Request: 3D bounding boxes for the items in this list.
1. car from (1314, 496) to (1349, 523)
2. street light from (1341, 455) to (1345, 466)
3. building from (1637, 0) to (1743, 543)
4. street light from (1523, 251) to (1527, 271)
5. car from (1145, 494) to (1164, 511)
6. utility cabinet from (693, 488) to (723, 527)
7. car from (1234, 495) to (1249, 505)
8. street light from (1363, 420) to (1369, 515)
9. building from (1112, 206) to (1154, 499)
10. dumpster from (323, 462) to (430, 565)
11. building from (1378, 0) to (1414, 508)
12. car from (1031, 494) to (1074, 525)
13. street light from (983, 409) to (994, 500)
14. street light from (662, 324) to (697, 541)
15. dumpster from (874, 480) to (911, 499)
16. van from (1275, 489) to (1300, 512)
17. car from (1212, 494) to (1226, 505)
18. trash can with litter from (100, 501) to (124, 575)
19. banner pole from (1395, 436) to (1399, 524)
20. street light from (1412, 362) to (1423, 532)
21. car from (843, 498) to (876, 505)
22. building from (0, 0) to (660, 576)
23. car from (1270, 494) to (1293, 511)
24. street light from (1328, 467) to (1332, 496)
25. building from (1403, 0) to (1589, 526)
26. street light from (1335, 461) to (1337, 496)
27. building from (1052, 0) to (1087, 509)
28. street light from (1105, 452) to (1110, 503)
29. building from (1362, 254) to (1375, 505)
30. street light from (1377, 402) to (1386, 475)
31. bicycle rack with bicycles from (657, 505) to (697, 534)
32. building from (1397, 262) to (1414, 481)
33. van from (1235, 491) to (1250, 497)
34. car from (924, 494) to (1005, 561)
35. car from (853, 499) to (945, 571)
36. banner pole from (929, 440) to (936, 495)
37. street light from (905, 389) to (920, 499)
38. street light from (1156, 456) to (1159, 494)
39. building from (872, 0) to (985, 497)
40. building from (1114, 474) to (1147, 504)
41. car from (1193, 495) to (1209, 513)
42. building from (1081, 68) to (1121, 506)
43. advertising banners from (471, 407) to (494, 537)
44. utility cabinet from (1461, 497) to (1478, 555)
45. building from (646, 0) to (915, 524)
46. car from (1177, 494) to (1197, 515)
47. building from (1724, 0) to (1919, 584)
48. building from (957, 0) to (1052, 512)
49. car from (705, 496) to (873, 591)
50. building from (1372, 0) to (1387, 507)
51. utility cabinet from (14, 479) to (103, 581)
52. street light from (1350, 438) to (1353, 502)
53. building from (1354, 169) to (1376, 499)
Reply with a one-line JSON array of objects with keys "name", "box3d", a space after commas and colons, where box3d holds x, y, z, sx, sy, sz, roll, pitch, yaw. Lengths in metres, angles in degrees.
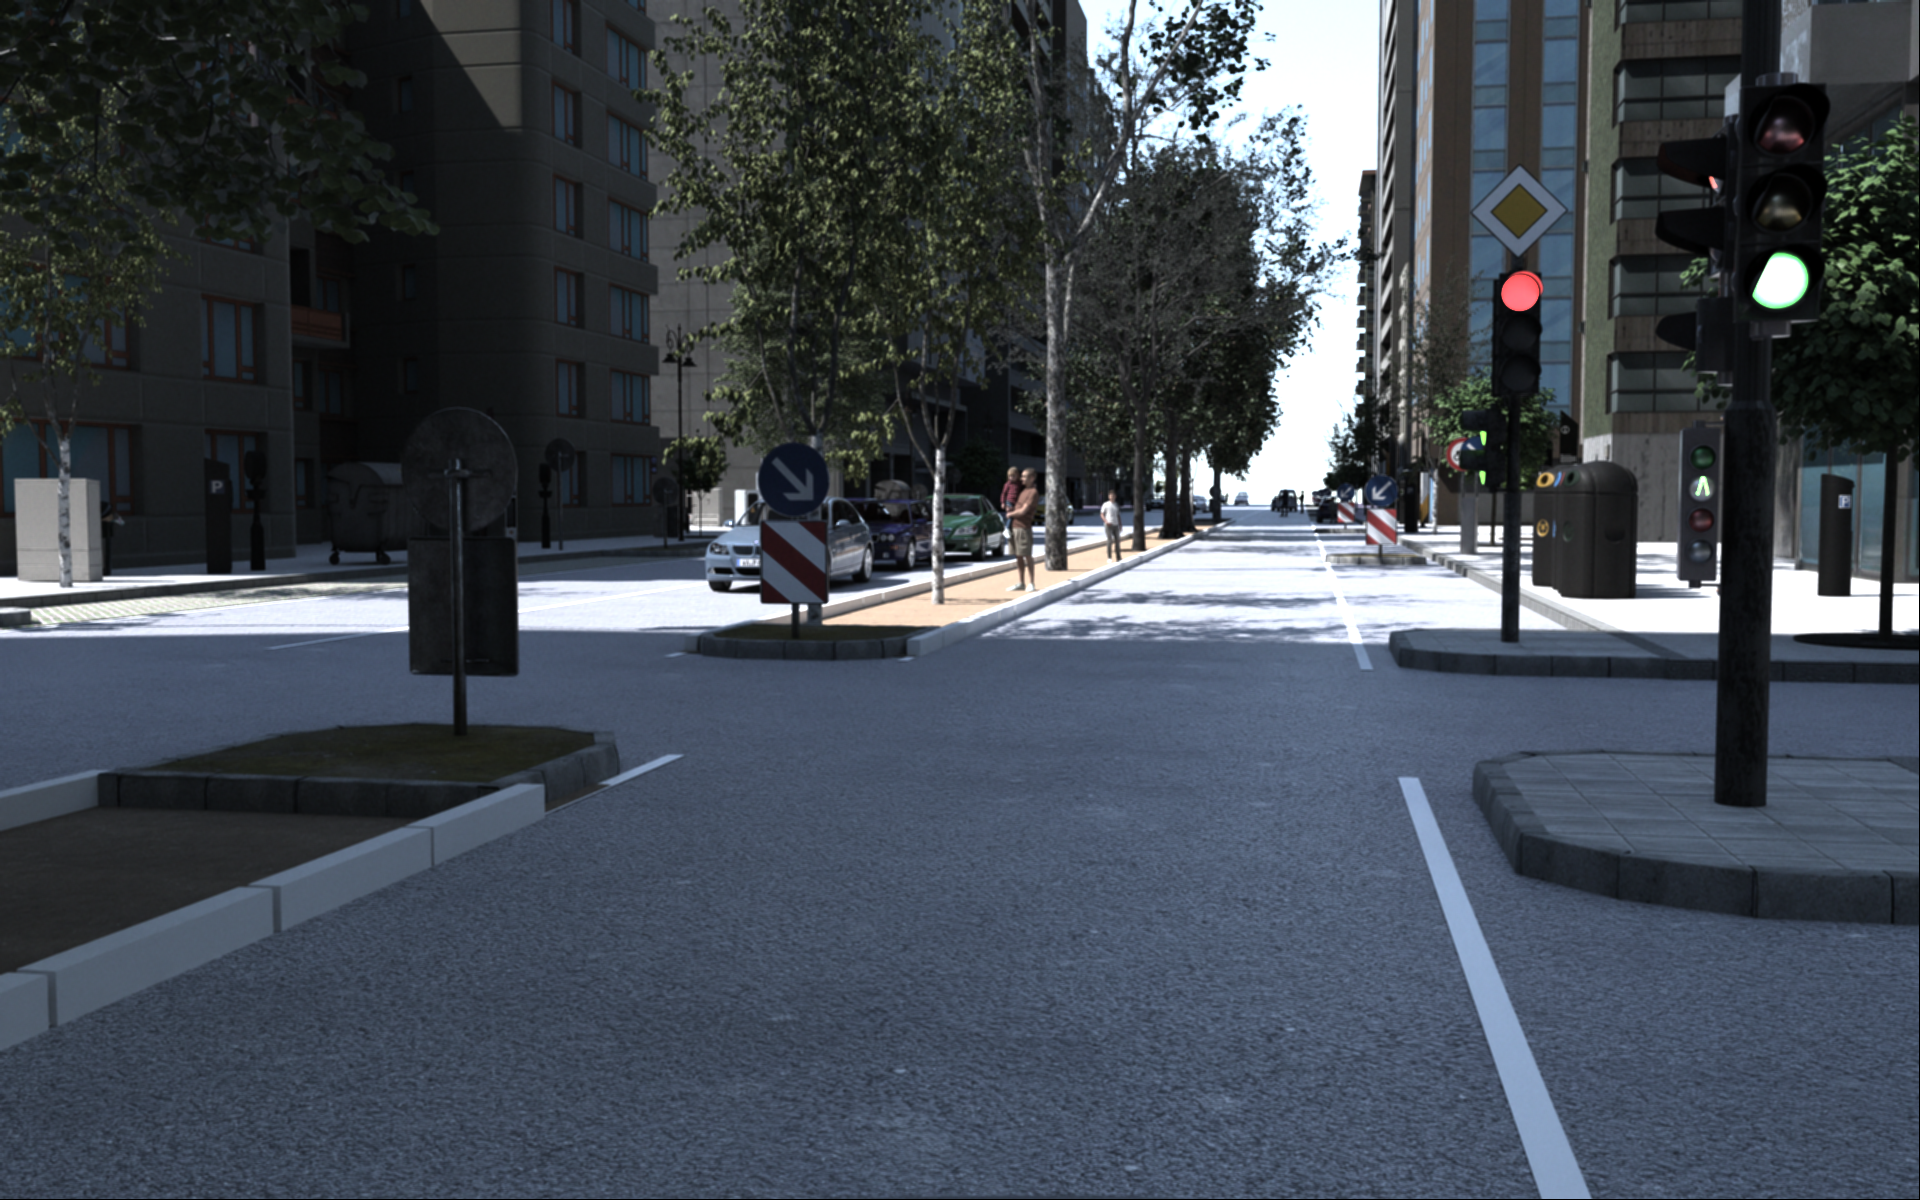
[{"name": "car", "box3d": [18.760, -4.537, 86.764, 1.945, 1.354, 3.894, 1, 4, 10]}, {"name": "street light", "box3d": [36.078, -11.635, 163.025, 0.468, 5.910, 1.993, 1, 4, 11]}, {"name": "building", "box3d": [25.420, -17.041, 50.326, 14.160, 30.474, 14.107, 1, 4, 11]}, {"name": "street light", "box3d": [10.011, -3.567, 31.111, 0.468, 5.910, 1.993, 1, 4, 11]}, {"name": "car", "box3d": [16.491, -8.268, 144.968, 2.009, 1.686, 4.222, 1, 4, 10]}, {"name": "utility cabinet", "box3d": [-9.813, -3.594, 67.446, 1.173, 1.500, 0.318, 2, 4, 24]}, {"name": "car", "box3d": [36.802, -13.083, 226.271, 2.083, 1.381, 4.827, 1, 4, 12]}, {"name": "street light", "box3d": [24.920, -8.170, 106.362, 0.468, 5.910, 1.993, 1, 4, 11]}, {"name": "building", "box3d": [19.408, -34.026, 239.912, 14.154, 41.232, 14.086, 1, 4, 11]}, {"name": "dumpster", "box3d": [-10.719, -1.600, 31.922, 1.264, 1.857, 1.865, 1, 4, 11]}, {"name": "building", "box3d": [46.944, -31.937, 145.877, 21.300, 48.544, 21.600, 1, 4, 11]}, {"name": "car", "box3d": [4.241, -4.270, 80.044, 2.015, 1.641, 3.980, 1, 4, 10]}, {"name": "street light", "box3d": [1.557, -7.403, 93.819, 0.468, 5.910, 1.993, 1, 4, 11]}, {"name": "street light", "box3d": [-7.611, -4.547, 47.136, 0.468, 5.910, 1.993, 1, 4, 11]}, {"name": "dumpster", "box3d": [-2.833, -4.064, 72.199, 1.264, 1.857, 1.865, 1, 4, 11]}, {"name": "van", "box3d": [26.916, -8.282, 142.428, 2.013, 2.044, 4.112, 1, 4, 11]}, {"name": "car", "box3d": [35.381, -13.850, 236.226, 2.009, 1.686, 4.222, 1, 4, 10]}, {"name": "trash can with litter", "box3d": [-13.551, -0.949, 26.896, 0.624, 1.170, 1.055, 1, 4, 8]}, {"name": "banner pole", "box3d": [18.850, -5.177, 74.655, 0.401, 3.779, 0.863, 1, 4, 21]}, {"name": "street light", "box3d": [15.624, -5.281, 59.140, 0.468, 5.910, 1.993, 1, 4, 11]}, {"name": "car", "box3d": [-2.925, -1.955, 44.548, 1.945, 1.354, 3.894, 1, 4, 11]}, {"name": "building", "box3d": [-25.818, -12.085, 42.636, 27.650, 21.520, 28.899, 1, 4, 11]}, {"name": "car", "box3d": [27.479, -8.305, 147.790, 2.014, 1.417, 4.499, 1, 4, 12]}, {"name": "street light", "box3d": [46.347, -14.871, 215.934, 0.468, 5.910, 1.993, 1, 4, 11]}, {"name": "building", "box3d": [26.819, -25.903, 73.621, 14.600, 45.320, 14.200, 1, 4, 11]}, {"name": "street light", "box3d": [40.902, -13.155, 187.872, 0.468, 5.910, 1.993, 1, 4, 11]}, {"name": "building", "box3d": [3.185, -30.541, 149.463, 14.600, 45.320, 14.200, 1, 4, 11]}, {"name": "street light", "box3d": [12.676, -10.852, 150.224, 0.468, 5.910, 1.993, 1, 4, 11]}, {"name": "building", "box3d": [55.600, -26.665, 207.670, 14.160, 30.474, 14.107, 1, 4, 11]}, {"name": "street light", "box3d": [21.205, -6.996, 87.175, 0.468, 5.910, 1.993, 1, 4, 11]}, {"name": "bicycle rack with bicycles", "box3d": [-9.879, -2.641, 56.568, 2.852, 0.926, 2.925, 0, 4, -6]}, {"name": "building", "box3d": [45.735, -16.894, 121.255, 27.650, 21.520, 28.899, 1, 4, 11]}, {"name": "van", "box3d": [39.088, -14.218, 239.470, 2.013, 2.044, 4.112, 1, 4, 12]}, {"name": "car", "box3d": [-0.125, -1.634, 38.515, 2.131, 1.459, 4.920, 1, 4, 10]}, {"name": "car", "box3d": [-1.469, -1.292, 33.712, 1.945, 1.354, 3.894, 1, 4, 12]}, {"name": "banner pole", "box3d": [-1.198, -5.507, 80.061, 0.863, 3.779, 0.401, 3, 5, 42]}, {"name": "street light", "box3d": [-2.122, -6.263, 75.189, 0.468, 5.910, 1.993, 1, 4, 11]}, {"name": "street light", "box3d": [23.283, -14.157, 204.250, 0.468, 5.910, 1.993, 1, 4, 11]}, {"name": "building", "box3d": [-13.510, -31.810, 109.333, 28.713, 52.752, 27.495, 1, 4, 11]}, {"name": "building", "box3d": [7.360, -32.442, 222.304, 32.217, 40.220, 23.993, 1, 4, 11]}, {"name": "car", "box3d": [18.173, -7.411, 133.529, 2.083, 1.381, 4.827, 1, 4, 13]}, {"name": "building", "box3d": [6.059, -35.167, 194.596, 23.786, 49.044, 30.456, 1, 4, 11]}, {"name": "advertising banners", "box3d": [-9.855, -2.420, 35.760, 0.090, 3.025, 2.074, -2, 4, -27]}, {"name": "utility cabinet", "box3d": [10.877, -1.581, 37.014, 0.306, 1.237, 1.020, 1, 4, 19]}, {"name": "building", "box3d": [-13.148, -39.444, 83.163, 20.563, 71.187, 20.611, 1, 4, 11]}, {"name": "car", "box3d": [15.539, -6.782, 120.667, 2.009, 1.686, 4.222, 1, 4, 9]}, {"name": "building", "box3d": [27.893, -24.807, 25.210, 30.456, 49.044, 23.786, 1, 4, 11]}, {"name": "building", "box3d": [-5.027, -31.136, 132.767, 21.300, 48.544, 21.600, 1, 4, 11]}, {"name": "car", "box3d": [-2.554, -0.916, 26.977, 2.014, 1.417, 4.499, 1, 4, 10]}, {"name": "building", "box3d": [55.241, -39.349, 185.360, 21.231, 58.520, 28.212, 1, 4, 11]}, {"name": "utility cabinet", "box3d": [-13.146, -1.015, 25.279, 1.173, 1.500, 0.318, 1, 4, 10]}, {"name": "street light", "box3d": [30.465, -9.908, 134.781, 0.468, 5.910, 1.993, 1, 4, 11]}, {"name": "building", "box3d": [63.379, -35.042, 227.566, 22.147, 44.769, 28.867, 1, 4, 11]}]
